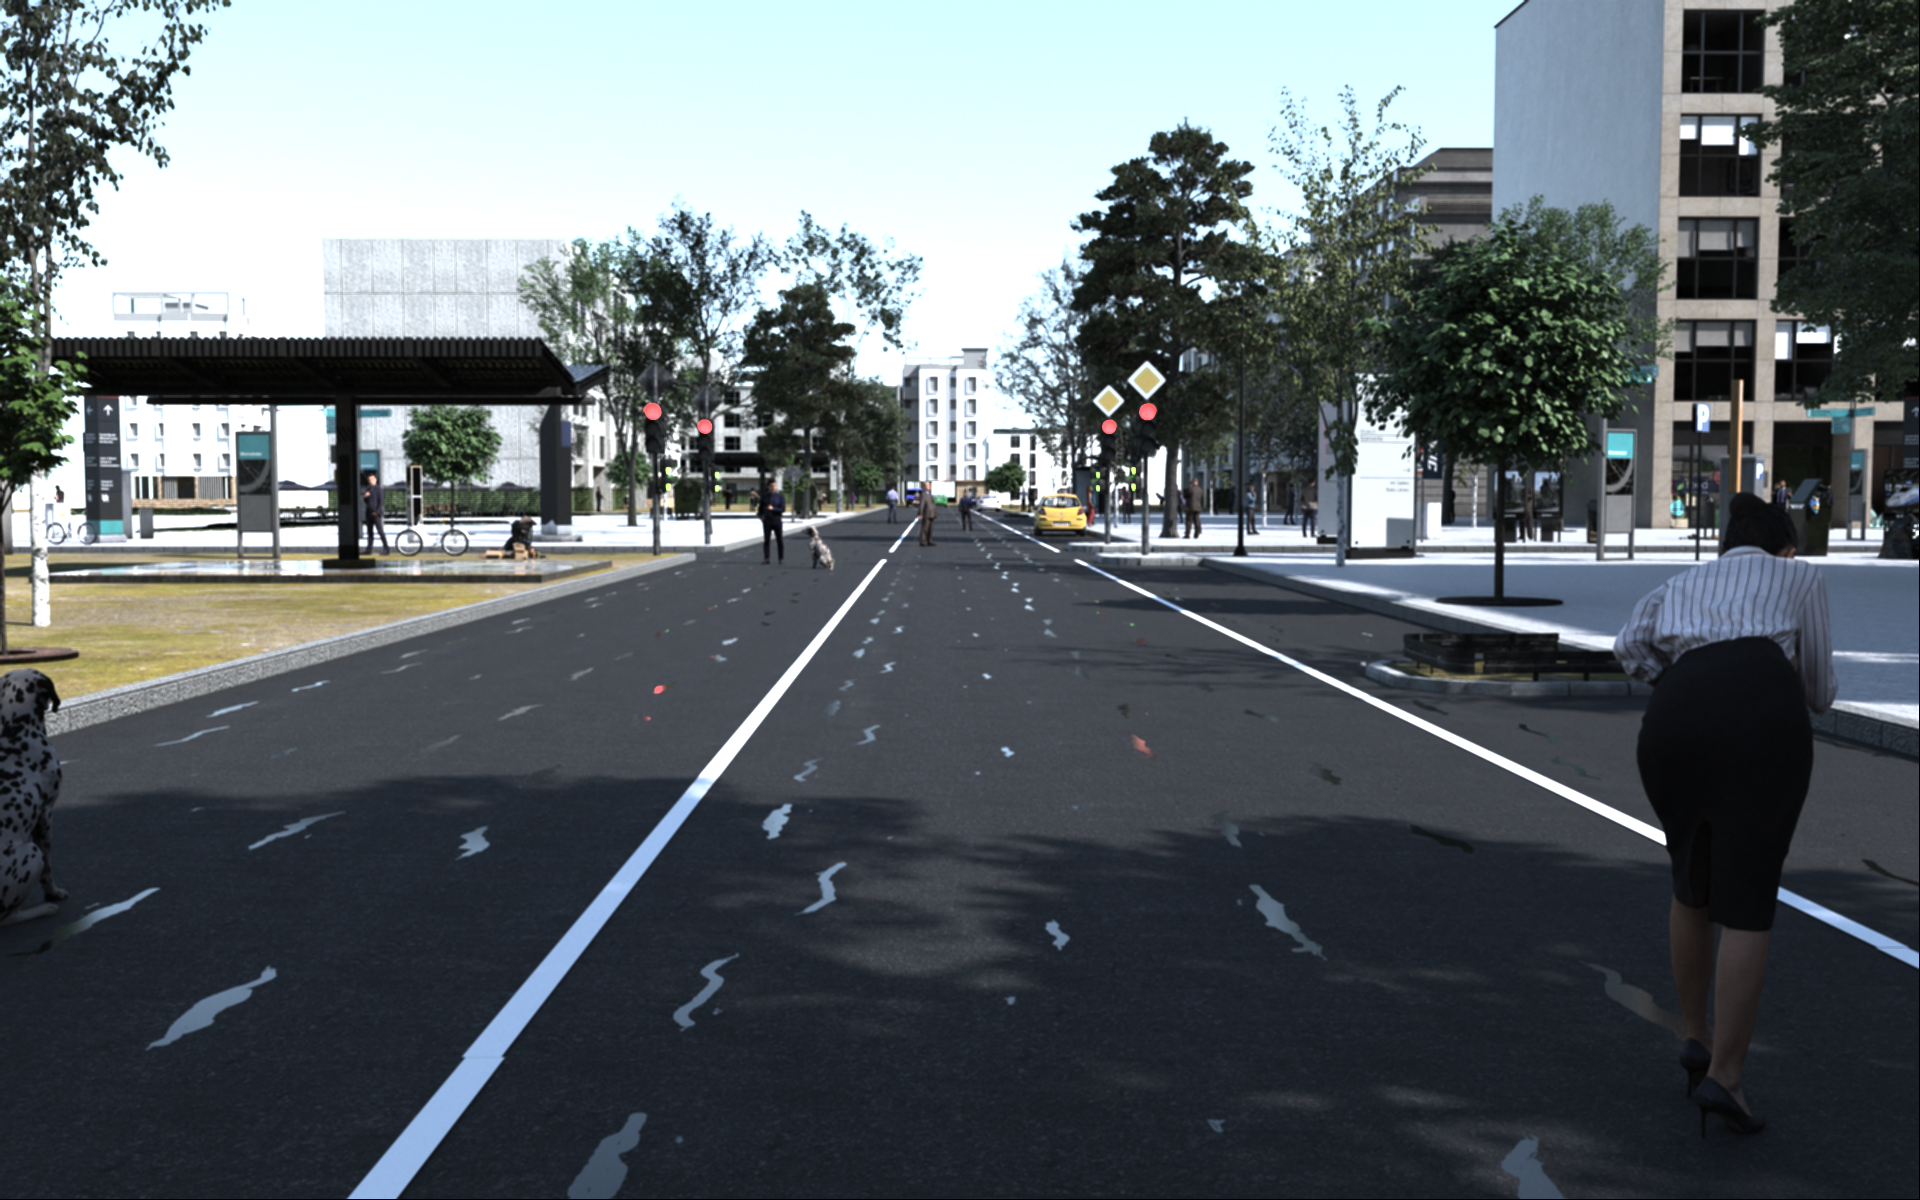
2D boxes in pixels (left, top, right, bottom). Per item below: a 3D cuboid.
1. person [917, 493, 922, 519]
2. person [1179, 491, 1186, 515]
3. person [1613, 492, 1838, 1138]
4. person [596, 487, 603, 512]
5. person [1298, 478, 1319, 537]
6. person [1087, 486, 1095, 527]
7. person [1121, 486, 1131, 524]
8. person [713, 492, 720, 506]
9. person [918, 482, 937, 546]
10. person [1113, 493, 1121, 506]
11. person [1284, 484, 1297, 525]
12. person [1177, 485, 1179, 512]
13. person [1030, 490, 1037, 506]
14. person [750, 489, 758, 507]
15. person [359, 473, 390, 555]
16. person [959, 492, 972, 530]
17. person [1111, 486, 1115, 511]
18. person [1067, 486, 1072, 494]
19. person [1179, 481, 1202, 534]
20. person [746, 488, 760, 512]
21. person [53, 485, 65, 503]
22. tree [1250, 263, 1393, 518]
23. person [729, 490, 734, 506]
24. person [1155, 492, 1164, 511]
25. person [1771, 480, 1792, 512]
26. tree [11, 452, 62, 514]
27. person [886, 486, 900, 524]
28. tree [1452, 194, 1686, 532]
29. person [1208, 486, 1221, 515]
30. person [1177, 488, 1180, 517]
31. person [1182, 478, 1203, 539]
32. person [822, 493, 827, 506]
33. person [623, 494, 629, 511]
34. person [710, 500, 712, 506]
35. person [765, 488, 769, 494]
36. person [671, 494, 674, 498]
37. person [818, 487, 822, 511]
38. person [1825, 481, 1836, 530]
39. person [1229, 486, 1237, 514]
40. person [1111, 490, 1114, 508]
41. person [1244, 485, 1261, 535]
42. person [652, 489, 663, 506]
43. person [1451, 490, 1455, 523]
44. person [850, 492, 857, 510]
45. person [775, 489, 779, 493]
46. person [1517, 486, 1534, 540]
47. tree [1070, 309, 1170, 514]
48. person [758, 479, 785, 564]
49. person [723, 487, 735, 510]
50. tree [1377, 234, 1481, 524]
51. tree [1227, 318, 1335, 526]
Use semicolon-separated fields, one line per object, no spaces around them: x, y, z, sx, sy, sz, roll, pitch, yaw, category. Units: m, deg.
-2.243;-5.478;100.600;0.613;1.512;0.480;1;4;10;person
9.389;-3.848;72.196;0.697;1.427;0.421;1;4;22;person
1.856;0.464;4.096;0.628;1.438;0.799;0;4;2;person
-25.904;-7.235;124.356;0.705;1.821;1.348;0;4;6;person
10.492;-2.744;51.445;0.750;1.759;0.617;-3;5;-45;person
5.159;-3.686;68.014;0.444;1.614;0.593;1;4;22;person
7.141;-4.106;74.649;0.415;1.643;0.593;2;4;25;person
-26.006;-10.863;183.656;1.348;1.824;0.705;3;5;41;person
-0.856;-2.367;47.751;0.434;1.755;0.990;2;4;31;person
8.905;-5.519;98.491;0.429;1.552;0.499;0;4;2;person
13.792;-3.993;72.243;0.530;1.710;0.541;0;4;4;person
9.542;-4.239;76.272;0.541;1.710;0.530;3;5;43;person
7.574;-10.736;182.091;0.721;1.766;1.217;-3;5;-44;person
-20.689;-10.309;174.729;0.705;1.807;1.348;2;4;28;person
-12.284;-1.793;36.281;0.541;1.710;0.530;3;5;43;person
0.298;-3.523;68.795;0.574;1.496;0.600;2;4;26;person
11.602;-7.604;130.006;0.705;1.869;1.348;-1;4;-11;person
6.434;-5.785;101.290;0.621;1.740;0.551;-3;5;-39;person
7.546;-3.005;56.092;0.530;1.710;0.541;-3;4;-38;person
-14.911;-7.222;124.826;1.217;1.736;0.721;2;4;26;person
-35.063;-3.664;67.415;0.415;1.643;0.593;-2;4;-23;person
18.690;-11.054;91.106;12.009;13.543;11.850;0;3;0;tree
-25.437;-11.300;191.318;1.217;1.766;0.721;2;4;25;person
15.258;-7.518;132.198;0.697;1.427;0.421;1;4;11;person
25.905;-2.922;54.645;0.431;1.722;0.655;-2;4;-35;person
-61.298;-8.710;105.312;11.467;7.101;20.602;-2;4;-26;tree
-3.200;-4.605;83.667;0.709;1.838;0.599;2;4;23;person
20.534;-8.150;59.009;9.928;11.665;9.643;0;3;0;tree
15.639;-6.100;106.322;0.990;1.755;0.434;-2;4;-28;person
8.515;-3.876;69.871;0.683;1.767;0.568;-2;4;-33;person
6.689;-2.649;50.038;0.600;1.739;0.565;3;4;38;person
-15.052;-11.145;191.444;0.628;1.438;0.799;2;4;32;person
-25.391;-7.557;132.789;0.799;1.438;0.628;-3;5;-40;person
-26.816;-10.954;185.660;0.721;1.766;1.217;-2;4;-28;person
-15.447;-8.124;139.548;0.721;1.739;1.217;-3;5;-40;person
-25.759;-9.292;158.045;1.350;1.814;0.705;-3;4;-36;person
-10.513;-7.540;129.420;0.705;1.812;1.348;-1;4;-11;person
31.300;-3.405;62.424;0.504;1.737;0.576;-2;4;-24;person
17.353;-6.330;109.981;0.568;1.767;0.683;-1;4;-21;person
13.722;-9.047;154.622;0.551;1.740;0.621;1;4;11;person
9.145;-2.823;54.405;0.429;1.552;0.499;3;5;42;person
-34.498;-11.591;198.030;0.705;1.822;1.348;3;5;44;person
22.001;-4.354;77.939;0.576;1.737;0.504;2;4;32;person
-8.682;-7.964;139.477;0.991;1.433;0.599;3;5;39;person
-16.607;-9.180;156.801;0.621;1.740;0.551;0;4;-7;person
15.912;-2.577;48.860;0.565;1.739;0.600;1;4;12;person
11.170;-12.564;112.839;7.806;13.903;7.818;0;3;0;tree
-3.858;-1.604;35.427;0.576;1.737;0.504;0;4;-2;person
-18.577;-8.139;138.746;1.348;1.869;0.705;3;5;39;person
20.725;-9.240;73.128;6.751;12.117;7.091;0;3;0;tree
12.085;-7.201;68.103;4.360;8.622;3.978;0;3;0;tree
